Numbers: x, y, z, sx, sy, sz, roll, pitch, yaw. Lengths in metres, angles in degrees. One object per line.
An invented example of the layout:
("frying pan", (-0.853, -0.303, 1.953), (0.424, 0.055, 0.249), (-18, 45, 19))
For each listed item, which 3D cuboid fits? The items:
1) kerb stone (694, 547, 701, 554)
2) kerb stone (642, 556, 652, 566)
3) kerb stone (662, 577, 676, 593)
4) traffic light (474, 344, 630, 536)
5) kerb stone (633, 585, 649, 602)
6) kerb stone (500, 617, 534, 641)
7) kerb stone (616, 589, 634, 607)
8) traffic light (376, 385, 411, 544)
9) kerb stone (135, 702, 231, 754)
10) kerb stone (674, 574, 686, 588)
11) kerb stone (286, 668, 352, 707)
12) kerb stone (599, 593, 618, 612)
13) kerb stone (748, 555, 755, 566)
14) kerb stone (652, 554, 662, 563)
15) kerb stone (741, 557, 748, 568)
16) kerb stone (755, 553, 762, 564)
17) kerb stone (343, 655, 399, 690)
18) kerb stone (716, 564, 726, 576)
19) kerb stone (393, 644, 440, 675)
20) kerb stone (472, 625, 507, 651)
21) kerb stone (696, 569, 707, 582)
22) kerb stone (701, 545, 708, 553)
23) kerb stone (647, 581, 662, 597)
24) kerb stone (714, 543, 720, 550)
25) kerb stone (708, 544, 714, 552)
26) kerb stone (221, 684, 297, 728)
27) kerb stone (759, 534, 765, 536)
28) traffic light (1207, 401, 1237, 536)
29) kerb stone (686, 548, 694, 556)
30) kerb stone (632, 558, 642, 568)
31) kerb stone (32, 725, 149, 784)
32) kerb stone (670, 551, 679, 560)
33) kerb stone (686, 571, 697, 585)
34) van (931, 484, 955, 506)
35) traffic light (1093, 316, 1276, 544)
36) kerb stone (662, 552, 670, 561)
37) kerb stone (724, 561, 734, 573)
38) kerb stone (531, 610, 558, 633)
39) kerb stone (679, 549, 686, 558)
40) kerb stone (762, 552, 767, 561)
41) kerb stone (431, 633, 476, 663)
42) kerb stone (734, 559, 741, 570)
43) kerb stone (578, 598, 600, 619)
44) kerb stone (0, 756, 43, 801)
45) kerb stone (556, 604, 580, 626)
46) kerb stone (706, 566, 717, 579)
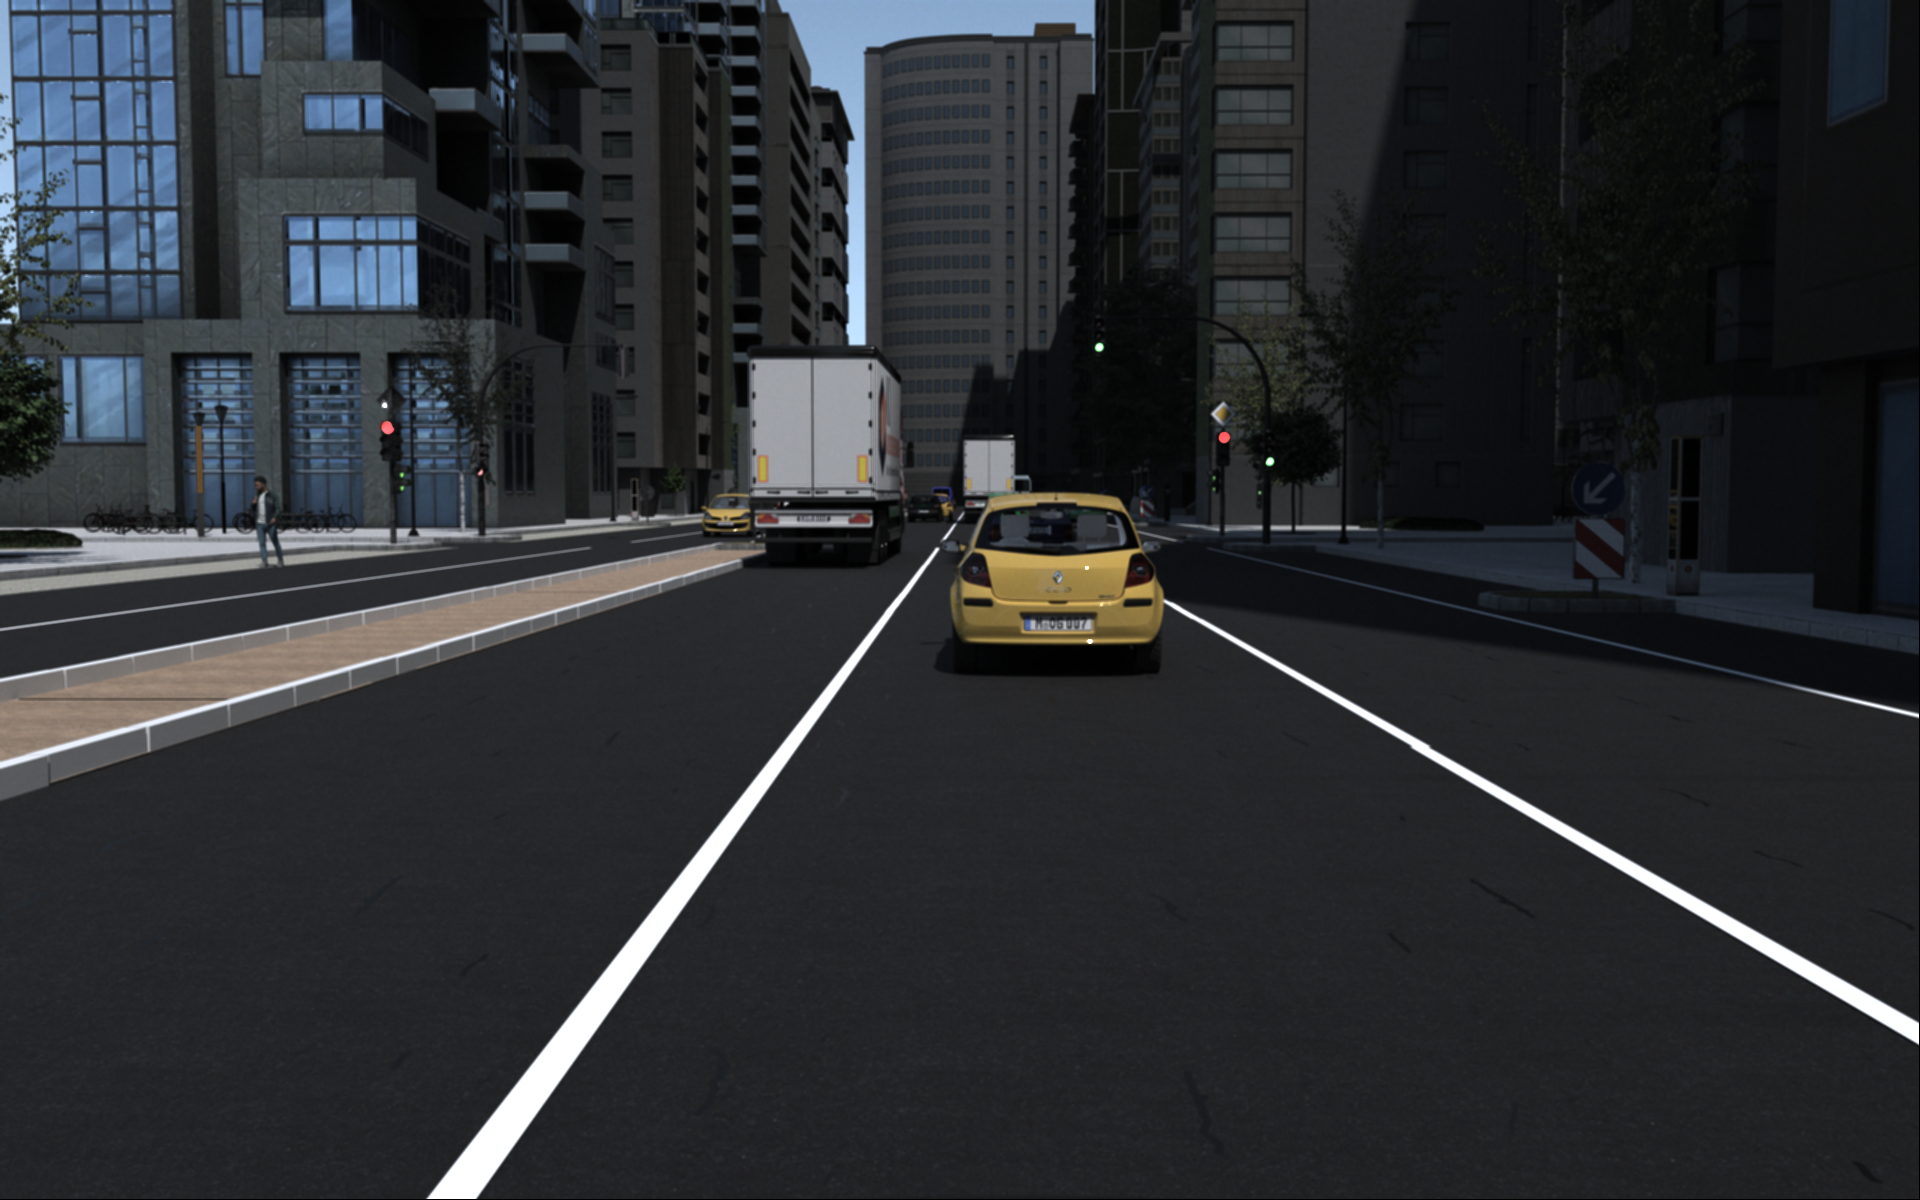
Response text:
("kerb stone", (-6.316, -1.142, 40.867), (0.120, 0.150, 1.000), (0, 4, 1))
("kerb stone", (-6.381, -0.765, 34.706), (0.120, 0.150, 1.000), (0, 4, 1))
("kerb stone", (-4.365, -0.196, 25.445), (0.120, 0.150, 1.000), (0, 4, 1))
("traffic light", (-12.440, -4.768, 52.618), (4.771, 5.953, 1.251), (0, 4, 1))
("kerb stone", (-4.394, -0.068, 23.393), (0.120, 0.150, 1.000), (0, 4, 1))
("kerb stone", (-4.458, 0.303, 17.243), (0.120, 0.150, 1.000), (0, 4, 1))
("kerb stone", (-4.405, -0.011, 22.369), (0.120, 0.150, 1.000), (0, 4, 1))
("traffic light", (-14.614, -3.407, 44.619), (0.839, 4.253, 0.868), (0, 4, 1))
("kerb stone", (-4.525, 0.743, 10.055), (0.120, 0.150, 1.000), (0, 4, 1))
("kerb stone", (-4.365, -0.261, 26.467), (0.120, 0.150, 1.000), (0, 4, 1))
("kerb stone", (-4.508, 0.619, 12.104), (0.120, 0.150, 1.000), (0, 4, 1))
("kerb stone", (-4.412, 0.052, 21.346), (0.120, 0.150, 1.000), (0, 4, 1))
("kerb stone", (-4.279, -0.760, 34.658), (0.120, 0.150, 1.000), (0, 4, 1))
("kerb stone", (-6.360, -0.828, 35.732), (0.120, 0.150, 1.000), (0, 4, 1))
("kerb stone", (-4.284, -0.699, 33.630), (0.120, 0.150, 1.000), (0, 4, 1))
("kerb stone", (-4.265, -0.825, 35.690), (0.120, 0.150, 1.000), (0, 4, 1))
("kerb stone", (-4.499, 0.554, 13.133), (0.120, 0.150, 1.000), (0, 4, 1))
("kerb stone", (-4.316, -0.509, 30.558), (0.120, 0.150, 1.000), (0, 4, 1))
("kerb stone", (-4.485, 0.497, 14.155), (0.120, 0.150, 1.000), (0, 4, 1))
("kerb stone", (-4.460, 0.366, 16.207), (0.120, 0.150, 1.000), (0, 4, 1))
("kerb stone", (-4.339, -0.386, 28.514), (0.120, 0.150, 1.000), (0, 4, 1))
("kerb stone", (-6.304, -1.200, 41.891), (0.120, 0.150, 1.000), (0, 4, 1))
("kerb stone", (-4.385, -0.133, 24.415), (0.120, 0.150, 1.000), (0, 4, 1))
("kerb stone", (-6.281, -1.322, 43.939), (0.120, 0.150, 1.000), (0, 4, 1))
("kerb stone", (-6.290, -1.264, 42.917), (0.120, 0.150, 1.000), (0, 4, 1))
("kerb stone", (-4.516, 0.682, 11.077), (0.120, 0.150, 1.000), (0, 4, 1))
("kerb stone", (-6.165, -1.988, 54.727), (0.120, 0.150, 1.000), (0, 4, 1))
("traffic light", (7.927, -3.882, 52.391), (0.839, 4.253, 0.868), (0, 4, 1))
("kerb stone", (-6.320, -1.079, 39.845), (0.120, 0.150, 1.000), (0, 4, 1))
("kerb stone", (-6.392, -0.700, 33.684), (0.120, 0.150, 1.000), (0, 4, 1))
("kerb stone", (-4.542, 0.805, 9.031), (0.120, 0.150, 1.000), (0, 4, 1))
("kerb stone", (-6.341, -0.953, 37.784), (0.120, 0.150, 1.000), (0, 4, 1))
("kerb stone", (-4.350, -0.316, 27.489), (0.120, 0.150, 1.000), (0, 4, 1))
("van", (-1.586, -9.377, 157.704), (2.240, 2.365, 5.245), (0, 4, 2))
("traffic light", (5.753, -4.258, 44.286), (4.771, 5.953, 1.251), (0, 4, 1))
("kerb stone", (-6.357, -0.891, 36.756), (0.120, 0.150, 1.000), (0, 4, 1))
("kerb stone", (-4.307, -0.574, 31.580), (0.120, 0.150, 1.000), (0, 4, 1))
("kerb stone", (-4.449, 0.243, 18.265), (0.120, 0.150, 1.000), (0, 4, 1))
("kerb stone", (-6.335, -1.017, 38.823), (0.120, 0.150, 1.000), (0, 4, 1))
("kerb stone", (-4.257, -0.888, 36.712), (0.120, 0.150, 1.000), (0, 4, 1))
("kerb stone", (-4.474, 0.429, 15.177), (0.120, 0.150, 1.000), (0, 4, 1))
("kerb stone", (-4.298, -0.636, 32.603), (0.120, 0.150, 1.000), (0, 4, 1))
("kerb stone", (-4.420, 0.115, 20.324), (0.120, 0.150, 1.000), (0, 4, 1))
("kerb stone", (-4.542, 0.868, 8.008), (0.120, 0.150, 1.000), (0, 4, 1))
("kerb stone", (-4.432, 0.178, 19.287), (0.120, 0.150, 1.000), (0, 4, 1))
("kerb stone", (-4.328, -0.449, 29.536), (0.120, 0.150, 1.000), (0, 4, 1))
